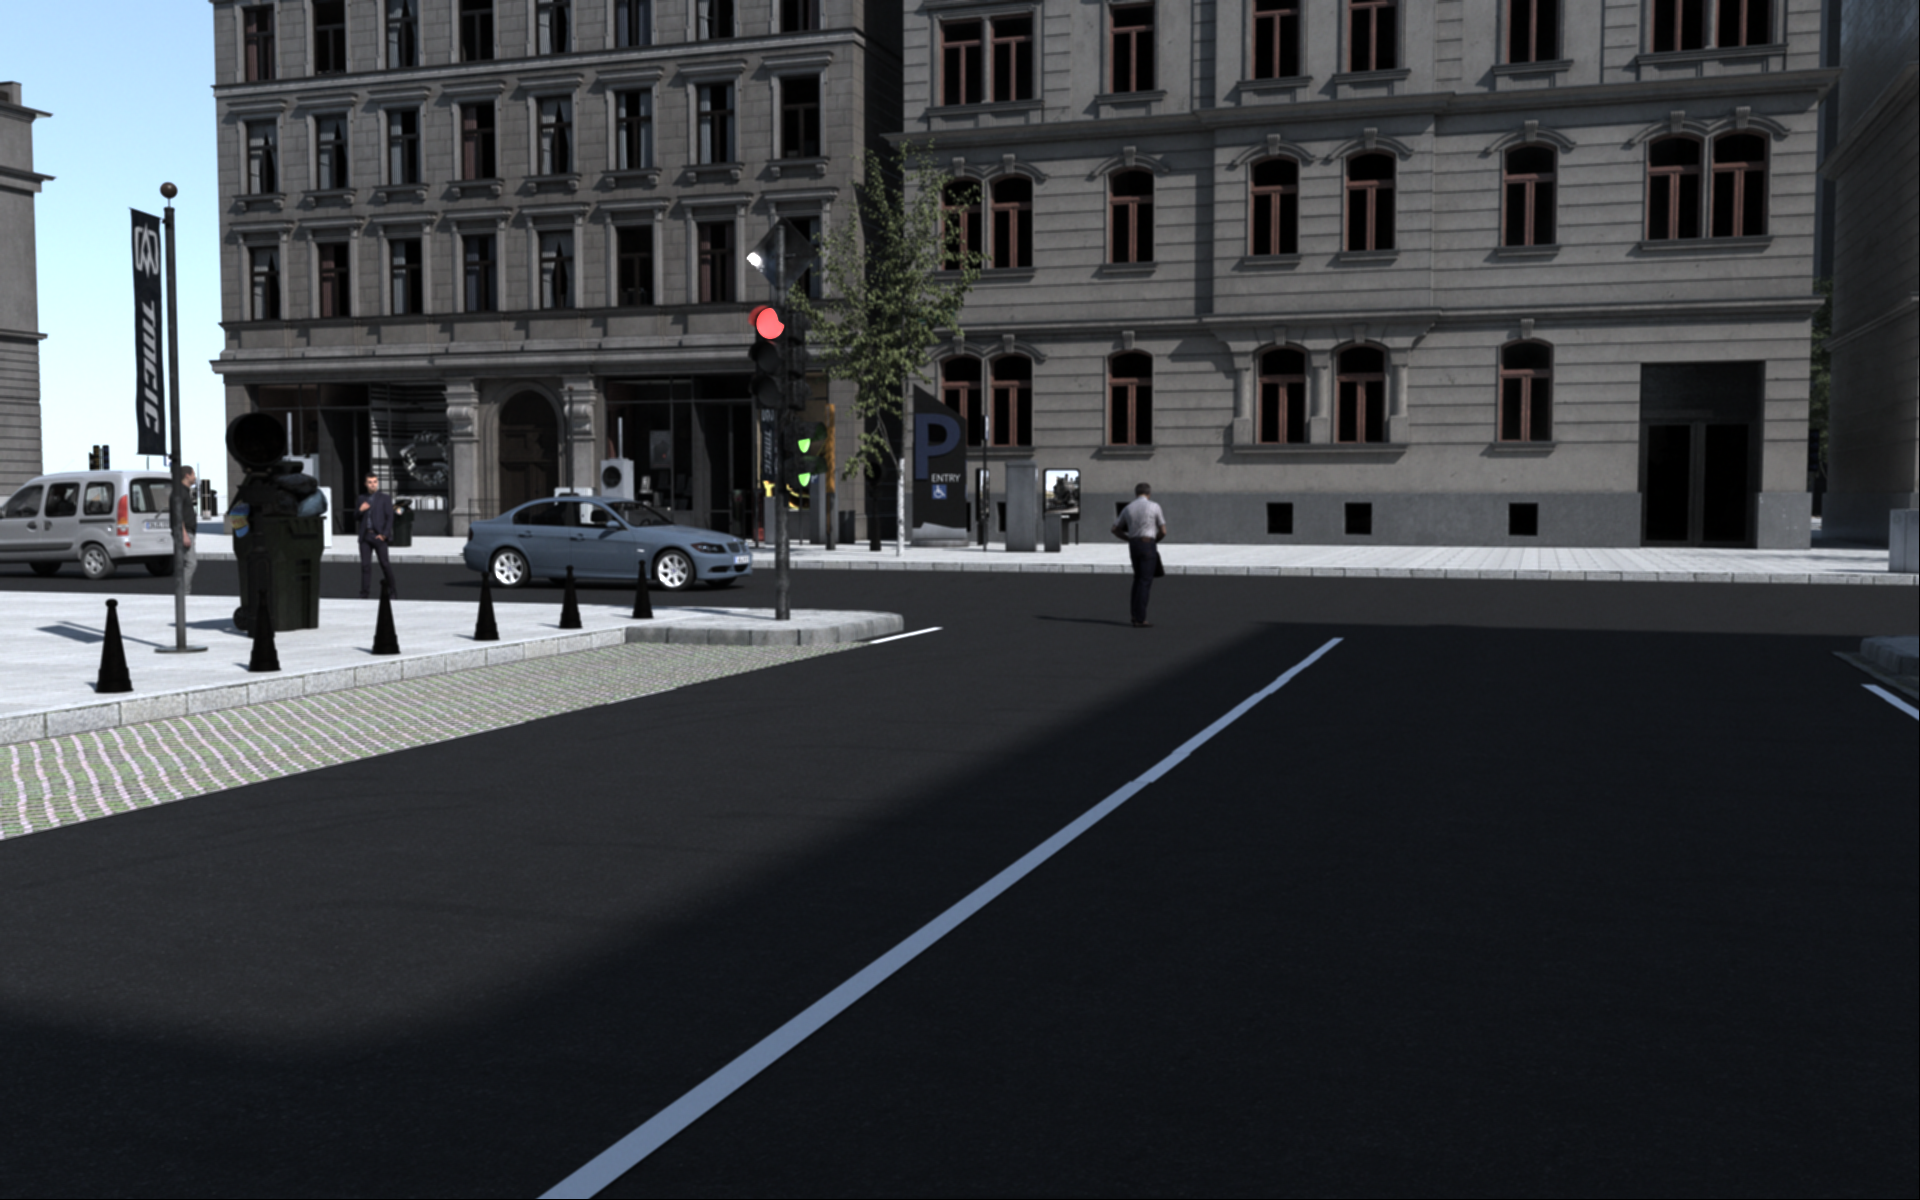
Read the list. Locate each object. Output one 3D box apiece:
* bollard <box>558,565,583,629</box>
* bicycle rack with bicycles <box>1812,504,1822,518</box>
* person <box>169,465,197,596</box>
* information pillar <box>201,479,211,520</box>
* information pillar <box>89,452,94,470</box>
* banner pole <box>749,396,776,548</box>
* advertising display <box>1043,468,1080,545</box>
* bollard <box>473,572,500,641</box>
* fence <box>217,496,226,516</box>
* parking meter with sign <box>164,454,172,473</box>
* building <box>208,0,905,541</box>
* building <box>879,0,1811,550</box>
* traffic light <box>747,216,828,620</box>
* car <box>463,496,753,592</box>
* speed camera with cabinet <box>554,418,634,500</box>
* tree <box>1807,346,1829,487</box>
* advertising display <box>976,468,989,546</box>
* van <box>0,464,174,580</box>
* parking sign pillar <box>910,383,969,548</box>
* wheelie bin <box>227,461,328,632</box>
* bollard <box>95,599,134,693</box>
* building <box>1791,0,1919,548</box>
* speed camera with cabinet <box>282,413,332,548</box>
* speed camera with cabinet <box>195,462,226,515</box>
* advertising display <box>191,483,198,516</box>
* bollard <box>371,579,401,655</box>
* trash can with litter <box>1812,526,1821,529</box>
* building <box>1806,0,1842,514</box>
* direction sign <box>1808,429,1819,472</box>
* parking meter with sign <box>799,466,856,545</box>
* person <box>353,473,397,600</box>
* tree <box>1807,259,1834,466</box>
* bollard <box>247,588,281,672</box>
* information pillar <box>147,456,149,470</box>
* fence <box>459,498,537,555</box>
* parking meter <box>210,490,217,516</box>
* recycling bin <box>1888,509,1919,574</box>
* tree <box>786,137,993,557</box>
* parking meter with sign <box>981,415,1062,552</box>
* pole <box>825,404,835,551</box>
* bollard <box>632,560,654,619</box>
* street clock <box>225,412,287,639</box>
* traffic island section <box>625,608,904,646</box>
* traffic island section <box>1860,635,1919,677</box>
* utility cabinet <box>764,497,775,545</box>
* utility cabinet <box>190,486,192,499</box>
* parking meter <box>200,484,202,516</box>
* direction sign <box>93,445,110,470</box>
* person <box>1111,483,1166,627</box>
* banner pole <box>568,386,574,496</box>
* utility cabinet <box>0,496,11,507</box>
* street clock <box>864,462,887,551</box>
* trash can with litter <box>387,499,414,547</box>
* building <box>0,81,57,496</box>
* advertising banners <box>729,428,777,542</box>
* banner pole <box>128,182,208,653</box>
[{"bbox_3d":[-3.726,-0.031,16.550,0.229,0.601,0.229,0,3,0],"label":"bollard"},{"bbox_3d":[44.602,-4.845,92.602,2.925,0.926,2.852,1,4,22],"label":"bicycle rack with bicycles"},{"bbox_3d":[-10.132,-0.861,22.713,0.434,1.807,0.598,-1,4,-9],"label":"person"},{"bbox_3d":[-37.497,-4.994,86.149,0.304,2.012,0.304,1,4,18],"label":"information pillar"},{"bbox_3d":[-47.677,-6.362,95.379,0.504,3.616,0.183,-2,4,-30],"label":"information pillar"},{"bbox_3d":[-4.626,-3.103,40.747,0.863,3.779,0.401,3,4,38],"label":"banner pole"},{"bbox_3d":[2.565,-2.360,43.802,0.974,1.923,0.123,-1,4,-19],"label":"advertising display"},{"bbox_3d":[-4.167,0.050,15.223,0.229,0.601,0.229,0,3,0],"label":"bollard"},{"bbox_3d":[-42.882,-5.543,101.836,0.480,1.192,2.264,2,4,29],"label":"fence"},{"bbox_3d":[-33.924,-4.774,74.320,0.543,3.016,1.738,-1,4,-19],"label":"parking meter with sign"},{"bbox_3d":[-20.255,-12.613,57.129,40.483,20.767,10.553,1,4,18],"label":"building"},{"bbox_3d":[10.890,-15.951,48.191,23.554,28.519,14.401,1,4,18],"label":"building"},{"bbox_3d":[-1.793,-1.750,17.541,0.839,4.253,0.868,1,4,18],"label":"traffic light"},{"bbox_3d":[-5.389,-0.896,26.646,4.499,1.417,2.014,1,4,17],"label":"car"},{"bbox_3d":[-9.501,-3.093,44.908,2.038,3.252,0.660,1,4,18],"label":"speed camera with cabinet"},{"bbox_3d":[41.057,-8.011,81.345,4.360,8.622,3.978,0,3,0],"label":"tree"},{"bbox_3d":[0.566,-2.346,43.573,0.123,1.923,0.974,1,4,14],"label":"advertising display"},{"bbox_3d":[-15.486,-1.411,30.085,4.112,2.044,2.013,1,4,19],"label":"van"},{"bbox_3d":[-0.493,-3.273,41.993,1.447,3.967,1.447,0,4,3],"label":"parking sign pillar"},{"bbox_3d":[-6.418,-0.520,16.409,0.693,1.594,0.980,1,4,21],"label":"wheelie bin"},{"bbox_3d":[-5.498,0.294,11.241,0.229,0.601,0.229,0,3,0],"label":"bollard"},{"bbox_3d":[33.892,-15.483,40.538,23.554,28.519,14.401,1,4,18],"label":"building"},{"bbox_3d":[-15.712,-2.894,41.659,0.660,3.252,2.038,-3,4,-36],"label":"speed camera with cabinet"},{"bbox_3d":[-47.295,-7.009,108.935,0.660,3.252,2.038,3,5,40],"label":"speed camera with cabinet"},{"bbox_3d":[-45.420,-5.920,102.006,0.974,1.923,0.123,0,4,-5],"label":"advertising display"},{"bbox_3d":[-4.612,0.131,13.895,0.229,0.601,0.229,0,3,0],"label":"bollard"},{"bbox_3d":[32.456,-3.290,64.854,1.678,1.210,2.233,3,5,42],"label":"trash can with litter"},{"bbox_3d":[69.000,-35.293,119.038,21.231,58.520,28.212,1,4,18],"label":"building"},{"bbox_3d":[29.345,-4.168,60.140,0.876,3.537,0.379,0,4,0],"label":"direction sign"},{"bbox_3d":[-3.420,-2.913,43.883,0.543,3.016,1.738,3,5,43],"label":"parking meter with sign"},{"bbox_3d":[-7.653,-0.806,22.591,0.541,1.710,0.530,1,4,21],"label":"person"},{"bbox_3d":[37.811,-9.368,71.295,7.486,12.596,7.792,0,3,0],"label":"tree"},{"bbox_3d":[-5.055,0.212,12.568,0.229,0.601,0.229,0,3,0],"label":"bollard"},{"bbox_3d":[-49.766,-7.026,106.227,0.183,3.616,0.504,-1,4,-21],"label":"information pillar"},{"bbox_3d":[-9.780,-1.588,37.173,0.480,1.192,2.264,2,4,27],"label":"fence"},{"bbox_3d":[-42.987,-5.585,99.730,0.372,1.533,0.369,0,3,0],"label":"parking meter"},{"bbox_3d":[15.601,-0.948,28.050,0.722,1.027,0.722,-1,4,-18],"label":"recycling bin"},{"bbox_3d":[-1.443,-5.204,35.442,4.737,8.622,4.395,0,3,0],"label":"tree"},{"bbox_3d":[1.371,-2.570,38.286,1.738,3.016,0.543,0,4,8],"label":"parking meter with sign"},{"bbox_3d":[-2.947,-2.782,39.336,0.158,3.312,0.155,0,3,0],"label":"pole"},{"bbox_3d":[-3.279,-0.112,17.876,0.229,0.601,0.229,0,3,0],"label":"bollard"},{"bbox_3d":[-6.244,-0.663,15.415,0.471,2.002,0.358,-3,4,-37],"label":"street clock"},{"bbox_3d":[-1.828,0.281,17.688,2.009,0.180,2.903,1,4,18],"label":"traffic island section"},{"bbox_3d":[8.645,0.494,14.198,2.009,0.180,2.903,1,4,18],"label":"traffic island section"},{"bbox_3d":[-4.696,-2.003,43.910,0.306,1.237,1.020,-1,4,-20],"label":"utility cabinet"},{"bbox_3d":[-22.012,-2.417,48.203,1.173,1.500,0.318,-1,4,-23],"label":"utility cabinet"},{"bbox_3d":[-43.651,-5.769,100.037,0.255,1.863,0.399,3,4,36],"label":"parking meter"},{"bbox_3d":[-39.711,-5.393,80.165,0.876,3.537,0.379,1,4,16],"label":"direction sign"},{"bbox_3d":[1.945,-0.498,18.858,0.614,1.554,0.590,2,4,29],"label":"person"},{"bbox_3d":[-9.021,-3.077,40.321,0.401,3.779,0.863,0,4,-8],"label":"banner pole"},{"bbox_3d":[-28.614,-2.505,52.121,1.020,1.237,0.306,-2,4,-32],"label":"utility cabinet"},{"bbox_3d":[-1.901,-2.098,38.877,0.471,2.002,0.358,2,4,28],"label":"street clock"},{"bbox_3d":[-13.796,-1.881,42.134,1.055,1.170,0.624,2,4,28],"label":"trash can with litter"},{"bbox_3d":[-50.422,-13.873,68.616,24.055,21.916,13.314,1,4,18],"label":"building"},{"bbox_3d":[-5.376,-3.058,46.181,2.074,3.025,0.090,3,4,36],"label":"advertising banners"},{"bbox_3d":[-6.358,-1.454,13.786,0.401,3.779,0.863,0,4,1],"label":"banner pole"}]
